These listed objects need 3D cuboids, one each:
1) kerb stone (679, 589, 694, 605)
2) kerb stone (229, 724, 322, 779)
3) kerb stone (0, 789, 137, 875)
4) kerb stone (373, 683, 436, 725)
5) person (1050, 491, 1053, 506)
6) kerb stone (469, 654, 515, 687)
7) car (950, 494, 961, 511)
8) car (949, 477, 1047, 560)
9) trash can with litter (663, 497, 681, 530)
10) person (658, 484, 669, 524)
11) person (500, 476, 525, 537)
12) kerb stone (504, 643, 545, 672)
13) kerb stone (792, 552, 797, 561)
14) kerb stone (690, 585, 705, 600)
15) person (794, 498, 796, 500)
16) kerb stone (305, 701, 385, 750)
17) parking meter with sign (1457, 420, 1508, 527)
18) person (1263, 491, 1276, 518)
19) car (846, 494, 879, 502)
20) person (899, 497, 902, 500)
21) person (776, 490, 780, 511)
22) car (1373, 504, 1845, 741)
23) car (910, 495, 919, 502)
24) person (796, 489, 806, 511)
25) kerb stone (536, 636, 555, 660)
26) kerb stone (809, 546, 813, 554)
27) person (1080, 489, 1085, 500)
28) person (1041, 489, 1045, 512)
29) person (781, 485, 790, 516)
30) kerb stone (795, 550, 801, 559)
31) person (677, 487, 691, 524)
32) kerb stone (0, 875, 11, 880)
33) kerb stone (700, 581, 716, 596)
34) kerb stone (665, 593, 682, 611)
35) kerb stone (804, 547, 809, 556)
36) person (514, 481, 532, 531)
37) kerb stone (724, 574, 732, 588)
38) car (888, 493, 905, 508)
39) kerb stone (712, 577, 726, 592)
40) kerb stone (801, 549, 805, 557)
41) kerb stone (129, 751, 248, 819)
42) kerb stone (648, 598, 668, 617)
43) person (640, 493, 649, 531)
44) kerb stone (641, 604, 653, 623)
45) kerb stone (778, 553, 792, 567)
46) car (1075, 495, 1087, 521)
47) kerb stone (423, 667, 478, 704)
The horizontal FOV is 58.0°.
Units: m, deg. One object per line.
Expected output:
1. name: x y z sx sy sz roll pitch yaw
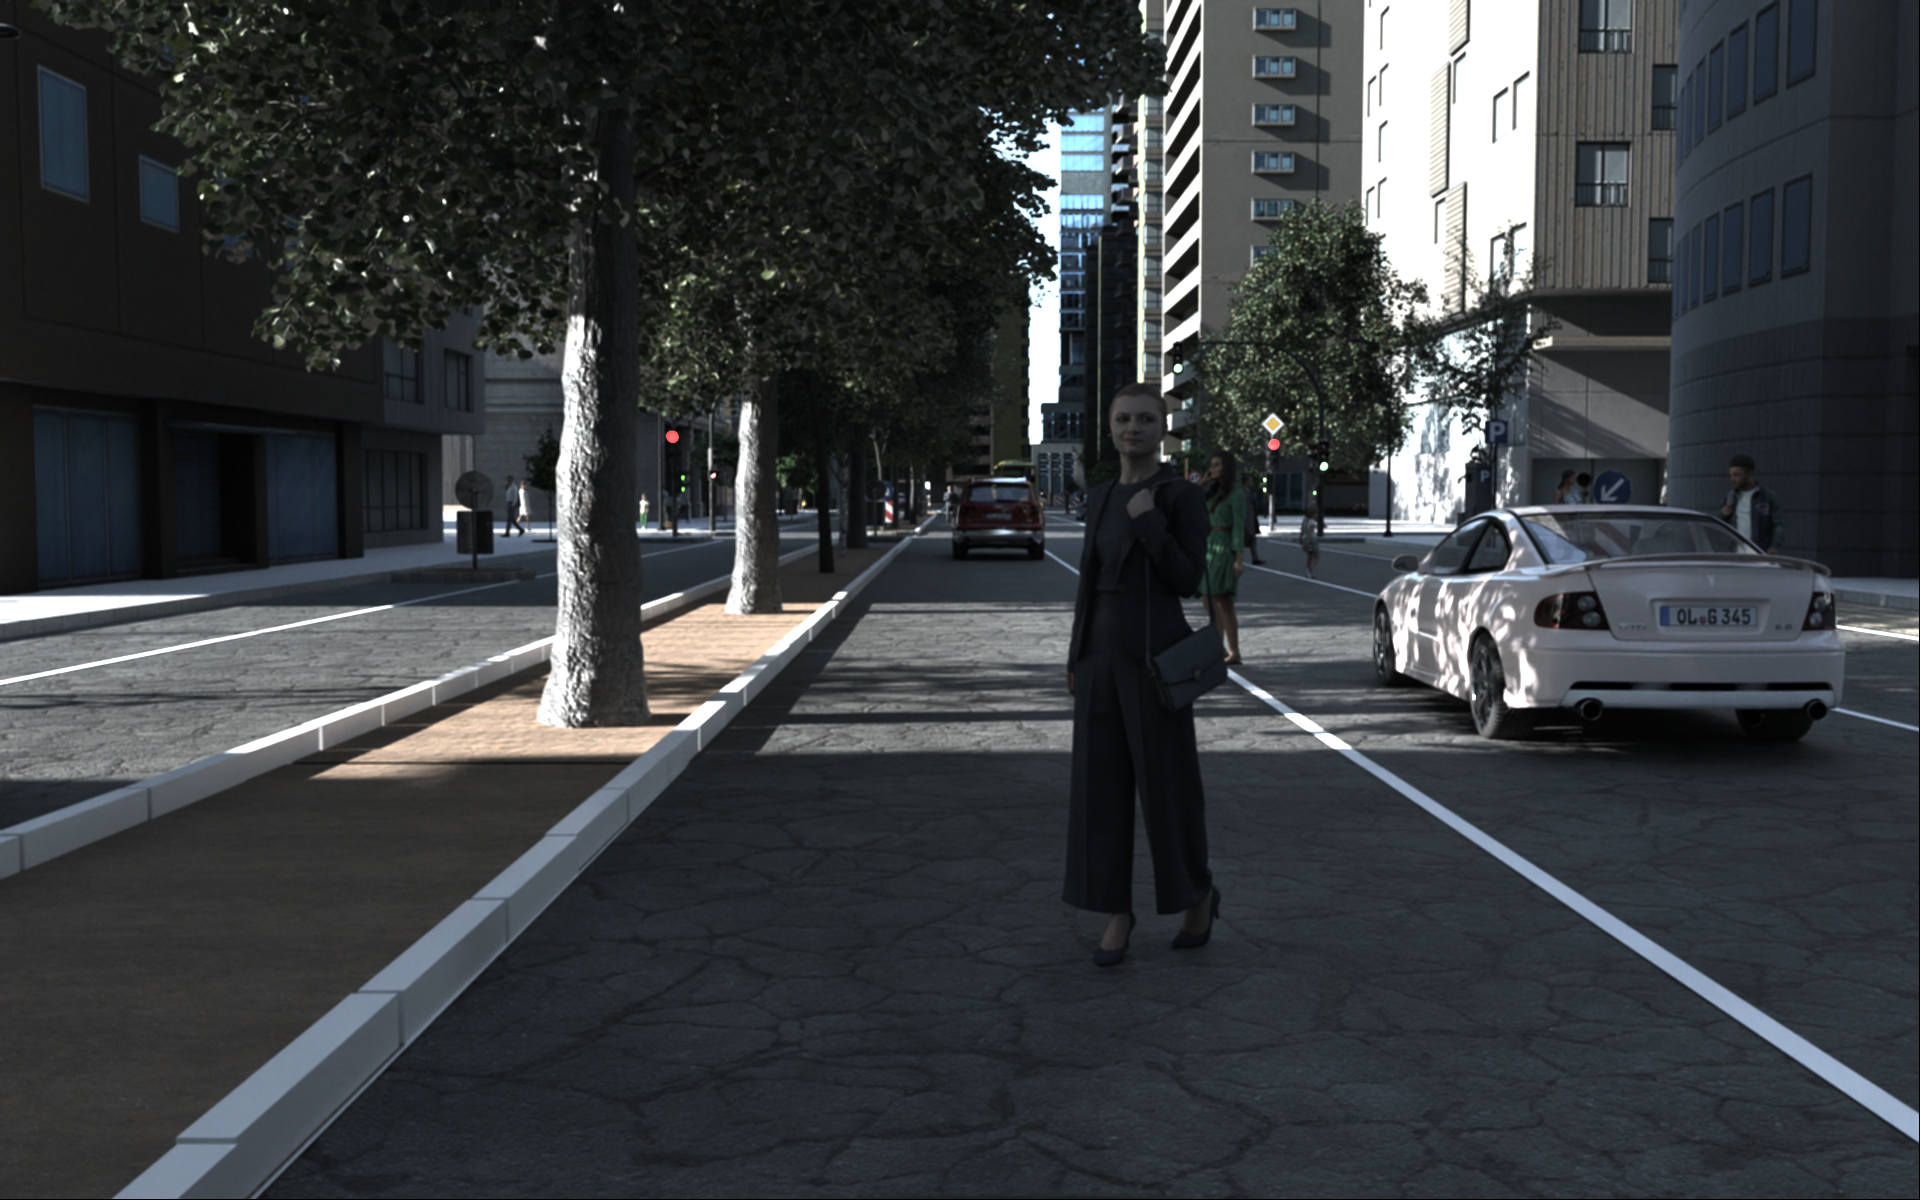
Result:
1. kerb stone: -3.610 -0.012 22.417 0.120 0.150 1.000 0 3 0
2. kerb stone: -3.610 0.807 9.097 0.120 0.150 1.000 0 3 0
3. kerb stone: -3.601 0.927 7.052 0.120 0.150 1.000 0 3 0
4. kerb stone: -3.604 0.681 11.146 0.120 0.150 1.000 0 3 0
5. person: 10.838 -11.947 203.789 0.705 1.831 1.348 1 4 9
6. kerb stone: -3.604 0.553 13.199 0.120 0.150 1.000 0 3 0
7. car: -0.085 -8.342 146.621 2.015 1.641 3.980 0 4 -1
8. car: 0.871 -1.883 39.460 2.281 1.827 5.304 0 4 1
9. trash can with litter: -10.460 -3.151 62.908 0.624 1.170 1.055 0 4 -7
10. person: -12.574 -4.055 73.343 0.512 1.701 0.522 0 4 0
11. person: -13.423 -2.796 51.864 0.850 1.850 0.679 -3 5 -40
12. kerb stone: -3.605 0.488 14.220 0.120 0.150 1.000 0 3 0
13. kerb stone: -3.621 -0.891 36.766 0.120 0.150 1.000 0 3 0
14. kerb stone: -3.613 -0.074 23.441 0.120 0.150 1.000 0 3 0
15. person: -10.532 -6.299 109.460 0.534 1.772 0.576 0 4 1
16. kerb stone: -3.601 0.739 10.119 0.120 0.150 1.000 0 3 0
17. parking meter with sign: 12.566 -2.792 41.913 0.543 3.016 1.738 -1 4 -9
18. person: 16.579 -5.303 92.657 0.656 1.842 0.836 -3 4 -39
19. car: -5.849 -5.841 104.304 1.959 1.807 4.718 0 4 -2
20. person: -5.717 -8.664 150.159 1.348 1.824 0.705 1 4 12
21. person: -13.977 -7.622 130.650 0.794 1.824 0.713 0 4 -2
22. car: 4.026 0.055 11.471 2.083 1.381 4.827 0 4 2
23. car: -5.546 -11.643 202.720 2.083 1.381 4.827 0 4 1
24. person: -12.349 -7.732 132.679 0.699 1.804 1.509 -2 4 -30
25. kerb stone: -3.605 0.425 15.242 0.120 0.150 1.000 0 3 0
26. kerb stone: -3.626 -1.141 40.854 0.120 0.150 1.000 0 3 0
27. person: 10.188 -8.236 143.188 0.705 1.821 1.348 2 4 32
28. person: 6.631 -7.962 138.674 0.705 1.824 1.348 -1 4 -13
29. person: -10.274 -5.906 102.852 0.600 1.795 0.529 2 4 29
30. kerb stone: -3.627 -0.953 37.789 0.120 0.150 1.000 0 3 0
31. person: -12.050 -4.217 75.169 0.728 1.800 0.709 -3 4 -36
32. kerb stone: -3.600 0.994 6.020 0.120 0.150 1.000 0 3 0
33. kerb stone: -3.621 -0.139 24.470 0.120 0.150 1.000 0 3 0
34. kerb stone: -3.607 0.053 21.395 0.120 0.150 1.000 0 3 0
35. kerb stone: -3.623 -1.075 39.833 0.120 0.150 1.000 0 3 0
36. person: -15.134 -3.257 60.047 0.466 1.731 0.760 1 4 23
37. kerb stone: -3.613 -0.264 26.516 0.120 0.150 1.000 0 3 0
38. car: -5.747 -9.200 159.463 2.155 1.783 4.494 0 4 -1
39. kerb stone: -3.616 -0.202 25.494 0.120 0.150 1.000 0 3 0
40. kerb stone: -3.628 -1.016 38.810 0.120 0.150 1.000 0 3 0
41. kerb stone: -3.596 0.864 8.074 0.120 0.150 1.000 0 3 0
42. kerb stone: -3.606 0.113 20.368 0.120 0.150 1.000 0 3 0
43. person: -11.062 -3.085 60.730 0.306 1.304 0.590 0 4 -8
44. kerb stone: -3.604 0.174 19.346 0.120 0.150 1.000 0 3 0
45. kerb stone: -3.622 -0.829 35.744 0.120 0.150 1.000 0 3 0
46. car: 7.286 -5.026 94.173 2.014 1.417 4.499 0 4 -1
47. kerb stone: -3.604 0.616 12.177 0.120 0.150 1.000 0 3 0
